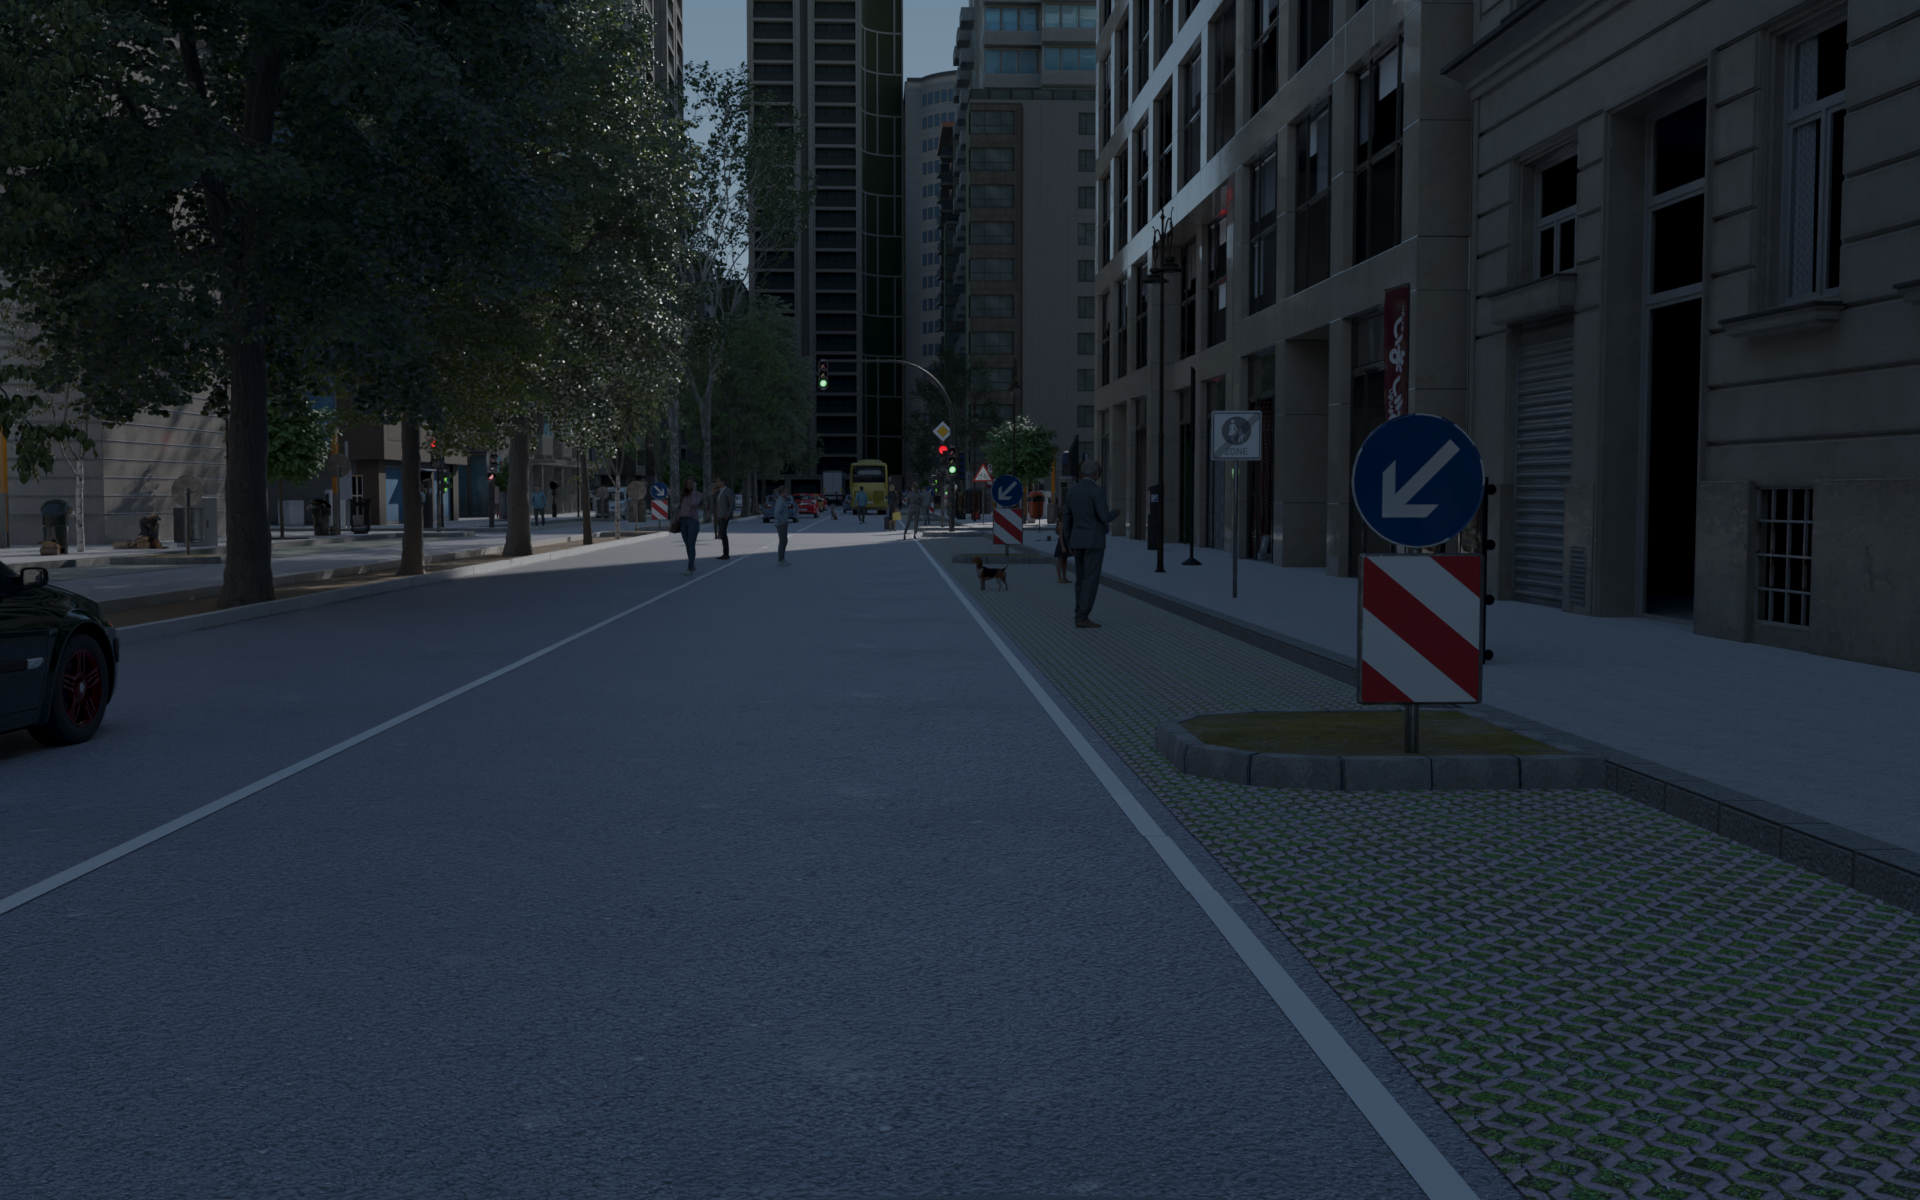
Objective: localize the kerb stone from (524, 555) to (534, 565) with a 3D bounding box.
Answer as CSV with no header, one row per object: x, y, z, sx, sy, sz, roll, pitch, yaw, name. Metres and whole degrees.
-8.898,-0.797,35.327,0.120,0.150,1.000,0,4,-3,kerb stone

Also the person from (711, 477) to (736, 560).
-5.208,-1.796,38.038,0.473,1.802,0.592,-1,4,-23,person

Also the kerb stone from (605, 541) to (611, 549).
-9.383,-1.428,45.551,0.120,0.150,1.000,0,4,-3,kerb stone

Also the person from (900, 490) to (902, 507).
-6.250,-10.636,182.489,1.350,1.814,0.705,-1,4,-14,person

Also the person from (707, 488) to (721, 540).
-7.628,-2.838,54.672,0.659,1.850,0.755,0,4,0,person

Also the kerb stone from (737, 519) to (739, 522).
-11.346,-3.962,87.057,0.120,0.150,1.000,0,4,-3,kerb stone

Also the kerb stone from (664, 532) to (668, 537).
-9.967,-2.181,57.856,0.120,0.150,1.000,0,4,-3,kerb stone

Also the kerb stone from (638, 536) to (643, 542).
-9.669,-1.804,51.709,0.120,0.150,1.000,0,4,-3,kerb stone

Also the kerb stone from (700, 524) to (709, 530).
-10.626,-3.027,71.702,0.120,0.150,1.000,0,4,-3,kerb stone

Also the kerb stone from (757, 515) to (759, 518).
-12.028,-4.846,101.421,0.120,0.150,1.000,0,4,-3,kerb stone

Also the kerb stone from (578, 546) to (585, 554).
-9.184,-1.179,41.465,0.120,0.150,1.000,0,4,-3,kerb stone

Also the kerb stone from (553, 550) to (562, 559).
-9.039,-0.986,38.394,0.120,0.150,1.000,0,4,-3,kerb stone

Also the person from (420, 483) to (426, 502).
-17.517,-2.870,55.697,0.793,1.790,0.793,3,5,40,person

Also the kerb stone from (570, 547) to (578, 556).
-9.138,-1.115,40.444,0.120,0.150,1.000,0,4,-3,kerb stone

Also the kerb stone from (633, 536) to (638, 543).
-9.619,-1.743,50.689,0.120,0.150,1.000,0,4,-3,kerb stone

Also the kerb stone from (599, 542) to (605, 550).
-9.336,-1.365,44.530,0.120,0.150,1.000,0,4,-3,kerb stone

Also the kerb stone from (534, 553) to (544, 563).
-8.948,-0.862,36.347,0.120,0.150,1.000,0,4,-3,kerb stone

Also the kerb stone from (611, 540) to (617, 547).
-9.431,-1.488,46.582,0.120,0.150,1.000,0,4,-3,kerb stone

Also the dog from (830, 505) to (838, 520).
-6.817,-4.807,95.434,0.800,0.831,0.513,-1,4,-21,dog

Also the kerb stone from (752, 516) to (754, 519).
-11.829,-4.594,97.311,0.120,0.150,1.000,0,4,-3,kerb stone

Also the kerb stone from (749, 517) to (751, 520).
-11.747,-4.469,95.262,0.120,0.150,1.000,0,4,-3,kerb stone

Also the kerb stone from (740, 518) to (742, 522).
-11.444,-4.087,89.108,0.120,0.150,1.000,0,4,-3,kerb stone

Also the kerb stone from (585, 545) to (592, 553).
-9.232,-1.241,42.488,0.120,0.150,1.000,0,4,-3,kerb stone

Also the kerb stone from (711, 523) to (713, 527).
-10.720,-3.153,73.746,0.120,0.150,1.000,0,4,-3,kerb stone

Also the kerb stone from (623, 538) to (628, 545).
-9.531,-1.612,48.627,0.120,0.150,1.000,0,4,-3,kerb stone

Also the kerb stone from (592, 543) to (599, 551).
-9.280,-1.303,43.509,0.120,0.150,1.000,0,4,-3,kerb stone

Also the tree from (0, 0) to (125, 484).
-8.780,-3.751,14.148,4.737,8.622,4.395,0,3,0,tree

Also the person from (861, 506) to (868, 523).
-4.802,-4.507,86.864,0.373,1.253,0.362,0,4,-4,person

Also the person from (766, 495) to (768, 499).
-18.209,-9.299,163.770,0.697,1.427,0.421,1,4,8,person

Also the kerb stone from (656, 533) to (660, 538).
-9.876,-2.055,55.807,0.120,0.150,1.000,0,4,-3,kerb stone

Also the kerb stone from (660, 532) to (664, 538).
-9.913,-2.118,56.831,0.120,0.150,1.000,0,4,-3,kerb stone

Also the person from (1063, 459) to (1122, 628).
1.432,-0.607,18.607,0.590,1.801,0.661,-3,5,-42,person

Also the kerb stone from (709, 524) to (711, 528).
-10.662,-3.088,72.724,0.120,0.150,1.000,0,4,-3,kerb stone

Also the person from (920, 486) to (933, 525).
-1.575,-4.378,80.183,0.635,1.810,0.391,-3,5,-39,person

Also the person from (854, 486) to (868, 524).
-4.743,-4.570,83.231,0.660,1.820,0.620,-2,4,-25,person

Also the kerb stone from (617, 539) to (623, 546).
-9.479,-1.554,47.602,0.120,0.150,1.000,0,4,-3,kerb stone

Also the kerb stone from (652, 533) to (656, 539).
-9.821,-1.993,54.784,0.120,0.150,1.000,0,4,-3,kerb stone

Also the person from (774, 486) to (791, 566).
-3.567,-1.499,34.813,0.330,1.601,0.589,1,4,9,person

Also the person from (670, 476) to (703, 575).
-4.799,-1.327,30.794,0.593,1.750,0.643,2,4,28,person

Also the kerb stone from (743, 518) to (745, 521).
-11.548,-4.217,91.149,0.120,0.150,1.000,0,4,-3,kerb stone

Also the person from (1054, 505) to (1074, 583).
1.704,-0.890,27.718,0.373,1.253,0.362,3,5,39,person

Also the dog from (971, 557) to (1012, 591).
0.465,-0.387,25.621,0.540,0.507,0.406,-1,4,-13,dog

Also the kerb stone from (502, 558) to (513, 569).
-8.799,-0.678,33.280,0.120,0.150,1.000,0,4,-3,kerb stone

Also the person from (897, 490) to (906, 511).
-5.287,-8.558,148.553,1.348,1.807,0.705,1,4,15,person

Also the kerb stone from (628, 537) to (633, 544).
-9.572,-1.679,49.660,0.120,0.150,1.000,0,4,-3,kerb stone

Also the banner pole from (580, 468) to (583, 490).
-28.315,-8.479,128.650,0.401,3.779,0.863,2,4,34,banner pole

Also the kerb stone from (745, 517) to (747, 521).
-11.593,-4.280,92.183,0.120,0.150,1.000,0,4,-3,kerb stone

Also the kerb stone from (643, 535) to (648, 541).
-9.719,-1.868,52.737,0.120,0.150,1.000,0,4,-3,kerb stone

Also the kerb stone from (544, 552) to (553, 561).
-8.999,-0.925,37.372,0.120,0.150,1.000,0,4,-3,kerb stone

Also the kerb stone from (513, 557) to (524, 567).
-8.851,-0.740,34.300,0.120,0.150,1.000,0,4,-3,kerb stone

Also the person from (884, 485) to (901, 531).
-2.619,-3.592,67.440,0.699,1.804,1.509,0,4,-1,person

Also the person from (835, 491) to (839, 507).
-13.846,-11.397,195.531,0.721,1.739,1.217,1,4,9,person

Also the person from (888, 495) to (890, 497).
-7.683,-10.404,178.693,1.348,1.812,0.705,-2,4,-29,person

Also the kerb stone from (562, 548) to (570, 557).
-9.092,-1.051,39.424,0.120,0.150,1.000,0,4,-3,kerb stone

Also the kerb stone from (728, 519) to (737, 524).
-11.300,-3.903,86.036,0.120,0.150,1.000,0,4,-3,kerb stone

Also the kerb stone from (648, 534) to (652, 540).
-9.765,-1.931,53.764,0.120,0.150,1.000,0,4,-3,kerb stone

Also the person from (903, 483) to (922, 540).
-1.496,-2.798,54.529,0.520,1.790,0.573,-1,4,-21,person

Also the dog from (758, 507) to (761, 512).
-14.758,-6.667,128.296,0.406,0.507,0.540,1,4,10,dog

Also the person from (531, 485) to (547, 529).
-17.422,-3.868,71.757,0.660,1.820,0.620,0,4,-7,person
